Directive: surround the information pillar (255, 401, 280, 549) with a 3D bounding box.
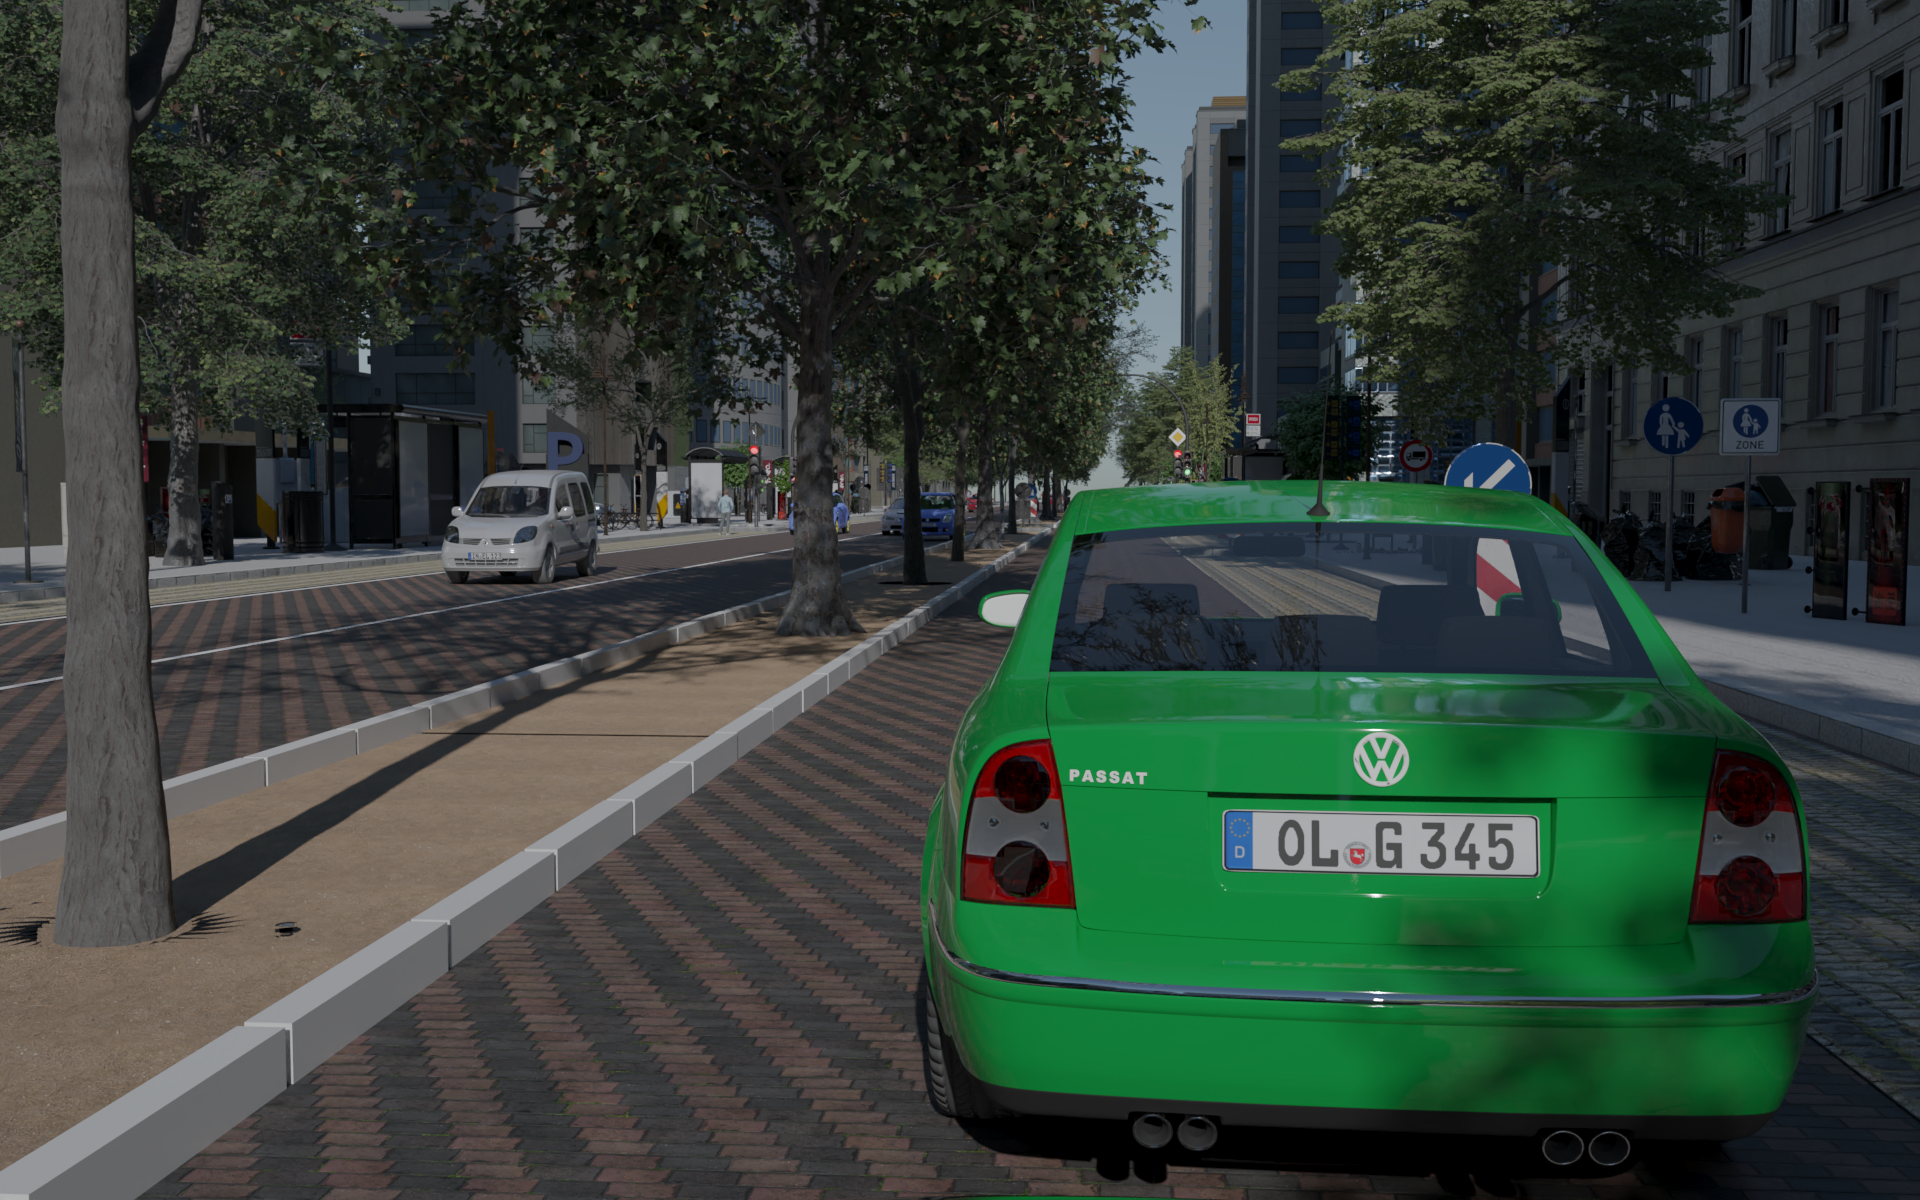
[{"bbox_3d":[-16.119,-2.991,40.257,0.504,3.616,0.183,1,4,17],"label":"information pillar"}]

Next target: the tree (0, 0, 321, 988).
[{"bbox_3d":[-2.756,-5.659,5.357,12.009,13.543,11.850,0,3,0],"label":"tree"}]

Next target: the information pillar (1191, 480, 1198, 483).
[{"bbox_3d":[12.004,-5.151,88.703,0.304,2.012,0.304,2,4,29],"label":"information pillar"}]

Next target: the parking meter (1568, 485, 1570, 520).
[{"bbox_3d":[16.926,-2.460,48.632,0.372,1.533,0.369,0,3,0],"label":"parking meter"}]

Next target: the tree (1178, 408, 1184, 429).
[{"bbox_3d":[18.072,-13.417,153.784,7.601,10.594,8.767,-1,4,-11],"label":"tree"}]

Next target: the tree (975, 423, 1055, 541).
[{"bbox_3d":[1.272,-6.065,51.975,4.360,8.622,3.978,0,3,0],"label":"tree"}]

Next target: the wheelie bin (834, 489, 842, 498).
[{"bbox_3d":[-8.265,-6.626,116.238,0.693,1.594,0.980,0,4,6],"label":"wheelie bin"}]

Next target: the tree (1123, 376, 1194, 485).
[{"bbox_3d":[20.934,-16.946,183.727,9.857,13.997,8.962,0,3,0],"label":"tree"}]

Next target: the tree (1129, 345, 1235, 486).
[{"bbox_3d":[17.147,-13.131,132.816,7.486,12.596,7.792,0,3,0],"label":"tree"}]

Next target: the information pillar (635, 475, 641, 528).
[{"bbox_3d":[-12.131,-3.746,65.736,0.304,2.012,0.304,1,4,22],"label":"information pillar"}]

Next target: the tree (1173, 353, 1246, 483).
[{"bbox_3d":[12.997,-8.619,91.279,4.737,8.622,4.395,0,3,0],"label":"tree"}]

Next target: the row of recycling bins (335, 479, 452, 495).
[{"bbox_3d":[-15.671,-2.534,48.537,3.534,1.692,1.069,-2,4,-32],"label":"row of recycling bins"}]

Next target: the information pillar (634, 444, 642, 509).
[{"bbox_3d":[-14.986,-5.460,80.631,0.183,3.616,0.504,2,4,32],"label":"information pillar"}]

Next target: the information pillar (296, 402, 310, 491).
[{"bbox_3d":[-15.346,-3.004,40.475,0.183,3.616,0.504,0,4,6],"label":"information pillar"}]

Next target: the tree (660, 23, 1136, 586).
[{"bbox_3d":[-0.813,-6.047,27.079,9.928,11.665,9.643,0,3,0],"label":"tree"}]

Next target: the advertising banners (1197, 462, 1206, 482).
[{"bbox_3d":[14.119,-6.097,95.877,2.074,3.025,0.090,0,4,6],"label":"advertising banners"}]

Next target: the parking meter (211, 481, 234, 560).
[{"bbox_3d":[-14.361,-1.549,33.738,0.372,1.533,0.369,0,3,0],"label":"parking meter"}]

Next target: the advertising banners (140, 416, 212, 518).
[{"bbox_3d":[-17.789,-2.626,39.123,0.090,3.025,2.074,3,5,43],"label":"advertising banners"}]

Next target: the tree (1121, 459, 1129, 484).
[{"bbox_3d":[27.884,-21.055,262.378,7.486,12.596,7.792,0,3,0],"label":"tree"}]

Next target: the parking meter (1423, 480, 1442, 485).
[{"bbox_3d":[8.644,-1.421,31.641,0.372,1.533,0.369,0,3,0],"label":"parking meter"}]

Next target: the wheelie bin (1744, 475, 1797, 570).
[{"bbox_3d":[13.719,-1.320,29.488,0.980,1.594,0.693,-2,4,-30],"label":"wheelie bin"}]

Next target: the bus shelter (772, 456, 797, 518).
[{"bbox_3d":[-8.923,-6.108,93.782,2.014,3.302,5.546,0,4,5],"label":"bus shelter"}]

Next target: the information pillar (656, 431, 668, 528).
[{"bbox_3d":[-11.123,-4.480,64.596,0.504,3.616,0.183,2,4,32],"label":"information pillar"}]

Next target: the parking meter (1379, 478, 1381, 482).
[{"bbox_3d":[15.696,-3.568,64.046,0.399,1.863,0.255,0,4,7],"label":"parking meter"}]

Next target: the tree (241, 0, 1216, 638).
[{"bbox_3d":[-1.475,-5.979,17.216,9.611,12.733,9.660,0,3,0],"label":"tree"}]

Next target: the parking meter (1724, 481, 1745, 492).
[{"bbox_3d":[14.867,-1.521,33.278,0.372,1.533,0.369,0,3,0],"label":"parking meter"}]

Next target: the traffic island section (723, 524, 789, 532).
[{"bbox_3d":[-7.893,-2.733,66.964,2.009,0.180,2.903,0,4,5],"label":"traffic island section"}]

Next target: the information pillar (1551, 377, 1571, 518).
[{"bbox_3d":[11.956,-2.637,34.475,0.504,3.616,0.183,-3,4,-39],"label":"information pillar"}]

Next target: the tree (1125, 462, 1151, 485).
[{"bbox_3d":[22.751,-16.093,213.480,4.737,8.622,4.395,0,3,0],"label":"tree"}]

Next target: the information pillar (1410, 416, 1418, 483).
[{"bbox_3d":[11.901,-3.308,45.439,0.183,3.616,0.504,2,4,28],"label":"information pillar"}]

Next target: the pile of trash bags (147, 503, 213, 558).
[{"bbox_3d":[-17.015,-1.603,35.965,3.447,1.369,1.912,1,4,16],"label":"pile of trash bags"}]

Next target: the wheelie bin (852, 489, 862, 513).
[{"bbox_3d":[-6.898,-6.625,116.227,0.693,1.594,0.980,-1,4,-14],"label":"wheelie bin"}]

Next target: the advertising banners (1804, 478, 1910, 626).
[{"bbox_3d":[9.105,-1.272,16.991,0.090,3.025,2.074,-1,4,-14],"label":"advertising banners"}]

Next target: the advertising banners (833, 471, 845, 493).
[{"bbox_3d":[-9.829,-8.409,133.676,2.074,3.025,0.090,-1,4,-19],"label":"advertising banners"}]

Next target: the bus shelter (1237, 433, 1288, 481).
[{"bbox_3d":[10.729,-4.017,59.596,2.014,3.302,5.546,0,4,5],"label":"bus shelter"}]

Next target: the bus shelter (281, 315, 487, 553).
[{"bbox_3d":[-13.770,-3.911,41.582,2.179,5.291,8.768,0,4,5],"label":"bus shelter"}]

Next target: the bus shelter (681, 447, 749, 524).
[{"bbox_3d":[-10.776,-5.099,77.285,2.014,3.302,5.546,0,4,5],"label":"bus shelter"}]

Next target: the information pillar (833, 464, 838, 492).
[{"bbox_3d":[-9.735,-8.766,134.675,0.504,3.616,0.183,0,4,-7],"label":"information pillar"}]

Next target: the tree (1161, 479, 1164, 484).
[{"bbox_3d":[19.959,-10.674,169.119,1.663,3.219,1.824,0,3,0],"label":"tree"}]

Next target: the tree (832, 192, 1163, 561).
[{"bbox_3d":[-0.104,-6.067,36.066,8.767,10.594,7.601,0,4,5],"label":"tree"}]

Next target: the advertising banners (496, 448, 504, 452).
[{"bbox_3d":[-17.606,-4.193,64.742,0.090,3.025,2.074,1,4,18],"label":"advertising banners"}]

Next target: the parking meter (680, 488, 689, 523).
[{"bbox_3d":[-12.214,-4.180,76.751,0.372,1.533,0.369,0,3,0],"label":"parking meter"}]

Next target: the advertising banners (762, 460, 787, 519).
[{"bbox_3d":[-9.090,-5.658,88.693,2.074,3.025,0.090,0,4,-3],"label":"advertising banners"}]

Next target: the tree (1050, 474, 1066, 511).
[{"bbox_3d":[8.755,-11.811,145.932,4.737,8.622,4.395,0,3,0],"label":"tree"}]

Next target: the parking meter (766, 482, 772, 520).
[{"bbox_3d":[-9.494,-4.927,86.263,0.255,1.863,0.399,-1,4,-13],"label":"parking meter"}]

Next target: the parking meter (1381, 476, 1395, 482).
[{"bbox_3d":[13.761,-3.048,55.539,0.255,1.863,0.399,2,4,26],"label":"parking meter"}]

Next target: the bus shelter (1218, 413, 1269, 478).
[{"bbox_3d":[13.675,-6.500,83.913,2.179,5.291,8.768,0,4,5],"label":"bus shelter"}]

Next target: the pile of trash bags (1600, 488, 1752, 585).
[{"bbox_3d":[10.821,-0.979,25.755,1.912,1.369,3.447,0,3,0],"label":"pile of trash bags"}]

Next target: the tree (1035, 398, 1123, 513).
[{"bbox_3d":[7.424,-13.485,129.593,9.857,13.997,8.962,0,3,0],"label":"tree"}]
